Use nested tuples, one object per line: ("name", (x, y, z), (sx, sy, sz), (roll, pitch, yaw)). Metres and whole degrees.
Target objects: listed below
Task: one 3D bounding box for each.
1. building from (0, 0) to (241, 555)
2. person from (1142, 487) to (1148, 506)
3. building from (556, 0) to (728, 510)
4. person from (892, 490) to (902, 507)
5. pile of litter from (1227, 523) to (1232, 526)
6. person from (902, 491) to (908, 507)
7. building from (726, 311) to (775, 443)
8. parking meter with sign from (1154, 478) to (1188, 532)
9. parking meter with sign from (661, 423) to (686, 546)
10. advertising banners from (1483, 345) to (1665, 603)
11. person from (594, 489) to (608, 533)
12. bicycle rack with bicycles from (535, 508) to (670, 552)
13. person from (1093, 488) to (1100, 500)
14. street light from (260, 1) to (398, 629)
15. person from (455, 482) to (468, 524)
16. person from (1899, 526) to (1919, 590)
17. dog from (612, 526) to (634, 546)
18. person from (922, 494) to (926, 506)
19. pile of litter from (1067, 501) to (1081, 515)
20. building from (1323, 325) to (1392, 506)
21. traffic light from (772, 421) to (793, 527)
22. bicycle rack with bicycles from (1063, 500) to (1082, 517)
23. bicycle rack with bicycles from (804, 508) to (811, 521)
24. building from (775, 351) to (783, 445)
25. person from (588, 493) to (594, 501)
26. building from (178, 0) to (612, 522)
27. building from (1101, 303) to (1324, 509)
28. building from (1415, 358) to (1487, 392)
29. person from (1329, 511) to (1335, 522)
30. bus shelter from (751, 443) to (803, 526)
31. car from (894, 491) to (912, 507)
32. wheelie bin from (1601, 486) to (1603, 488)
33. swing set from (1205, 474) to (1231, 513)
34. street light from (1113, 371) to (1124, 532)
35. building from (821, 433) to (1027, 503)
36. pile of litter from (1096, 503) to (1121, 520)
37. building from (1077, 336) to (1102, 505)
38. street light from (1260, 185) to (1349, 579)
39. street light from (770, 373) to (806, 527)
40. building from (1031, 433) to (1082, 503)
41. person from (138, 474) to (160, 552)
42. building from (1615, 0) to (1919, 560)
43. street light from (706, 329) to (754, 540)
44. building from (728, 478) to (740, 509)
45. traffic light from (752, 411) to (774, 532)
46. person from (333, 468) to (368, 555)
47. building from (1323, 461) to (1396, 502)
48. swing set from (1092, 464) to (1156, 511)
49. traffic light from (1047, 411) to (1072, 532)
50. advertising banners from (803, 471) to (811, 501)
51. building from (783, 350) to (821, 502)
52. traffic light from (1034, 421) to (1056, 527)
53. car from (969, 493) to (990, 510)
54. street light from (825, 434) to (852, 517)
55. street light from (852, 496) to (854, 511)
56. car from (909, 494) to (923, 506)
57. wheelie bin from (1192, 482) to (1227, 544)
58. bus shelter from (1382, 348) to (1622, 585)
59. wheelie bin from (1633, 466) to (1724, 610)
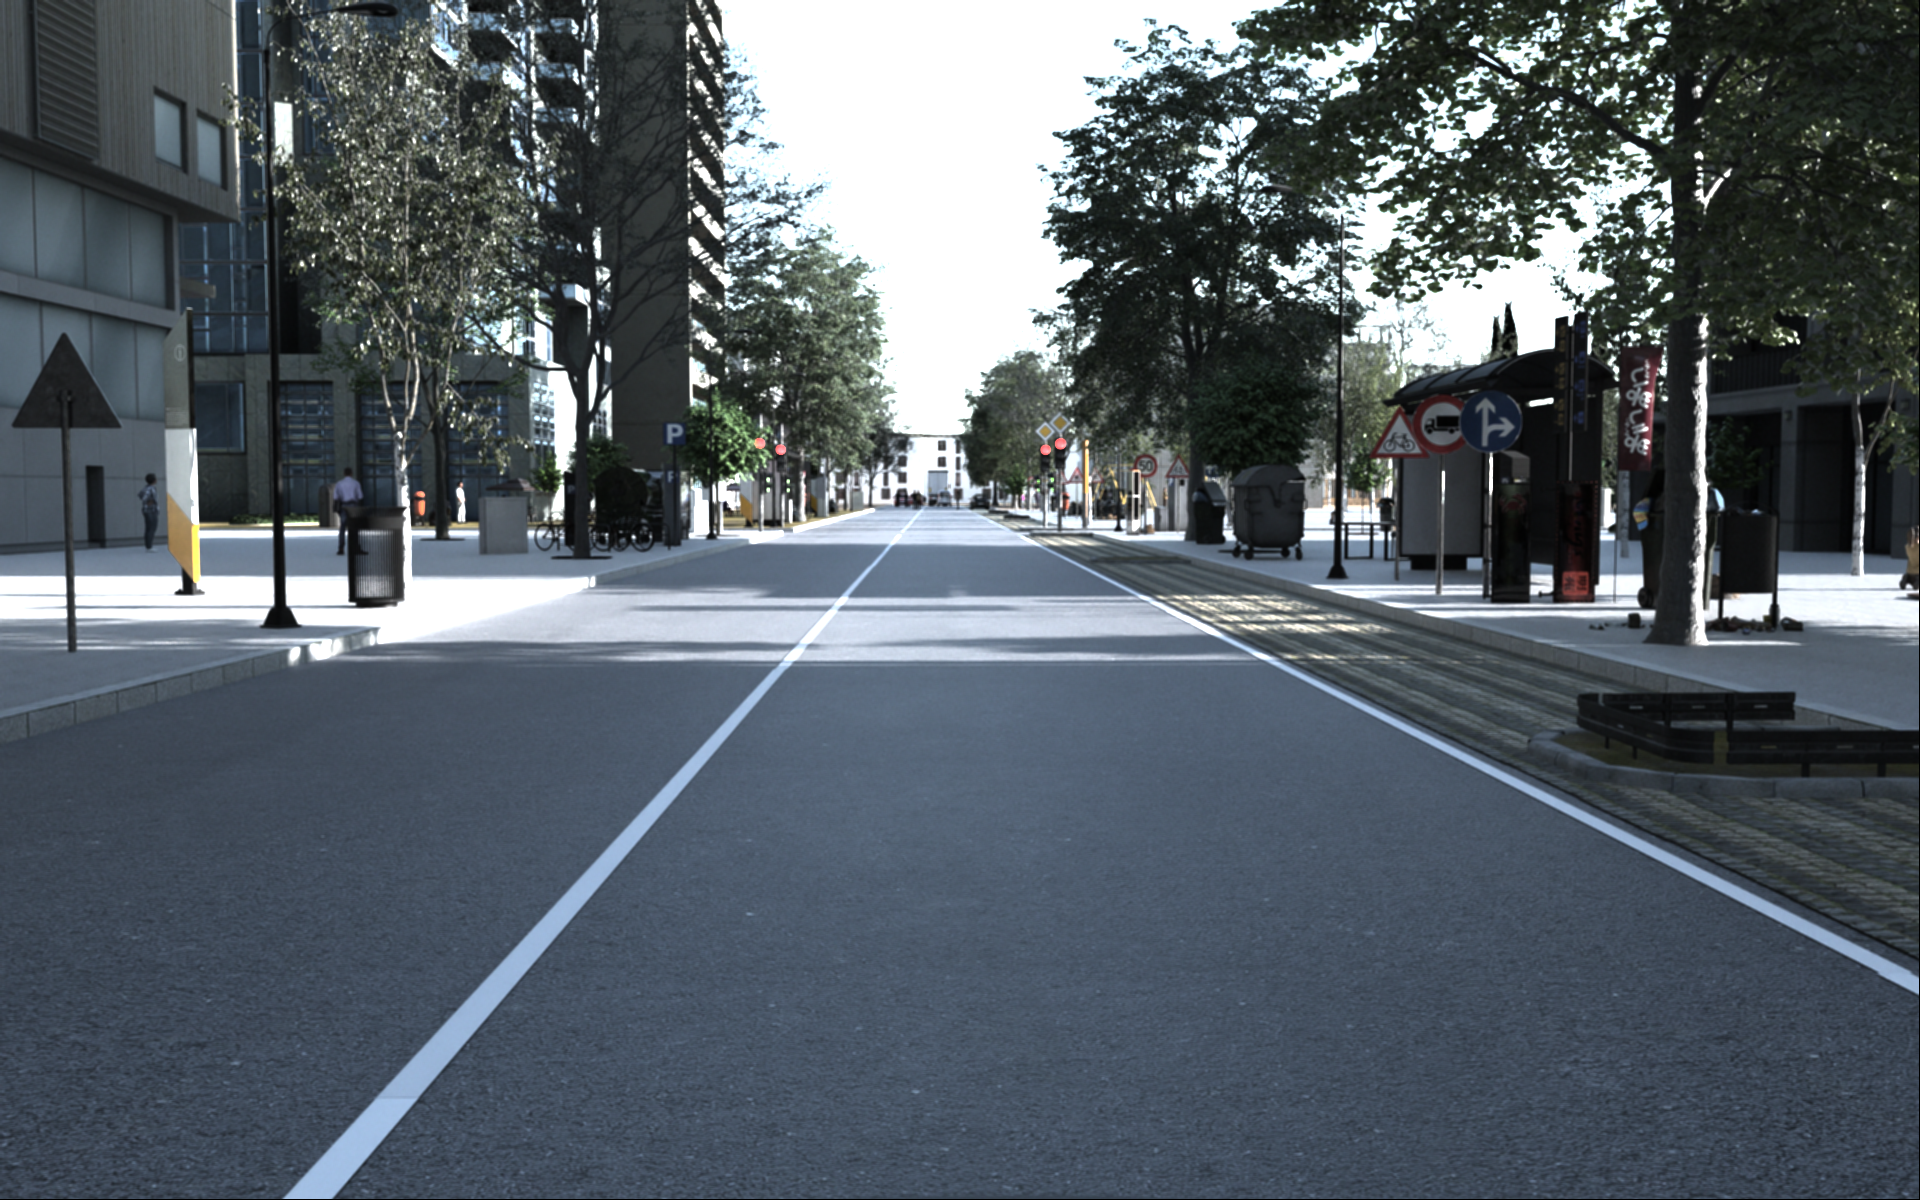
("building", (-32.320, -27.109, 32.470), (27.495, 52.752, 28.713), (0, 4, -1))
("person", (12.854, -6.966, 120.495), (0.434, 1.755, 0.990), (0, 4, 4))
("building", (-29.322, -30.865, 128.341), (21.300, 48.544, 21.600), (0, 4, -1))
("person", (-6.846, -11.134, 190.169), (1.348, 1.869, 0.705), (-3, 5, -41))
("pile of litter", (11.296, -3.362, 68.928), (1.176, 0.858, 1.719), (-1, 4, -12))
("person", (-5.865, -10.809, 186.049), (0.721, 1.723, 1.217), (2, 4, 27))
("building", (-27.692, -19.533, 175.786), (16.016, 20.091, 11.380), (0, 4, -1))
("parking meter with sign", (7.466, -3.848, 59.169), (1.738, 3.016, 0.543), (-2, 4, -26))
("parking meter with sign", (-7.160, -2.864, 43.095), (0.543, 3.016, 1.738), (-1, 4, -14))
("advertising banners", (7.219, -1.479, 20.363), (2.074, 3.025, 0.090), (0, 4, -1))
("person", (-11.599, -3.038, 56.396), (0.600, 1.739, 0.565), (1, 4, 12))
("bicycle rack with bicycles", (-7.859, -1.587, 39.331), (2.925, 0.926, 2.852), (3, 5, 39))
("person", (9.973, -7.339, 126.861), (0.431, 1.722, 0.655), (2, 4, 29))
("street light", (-5.998, -2.688, 16.492), (1.470, 5.913, 1.316), (0, 4, -1))
("person", (-21.556, -4.202, 74.898), (0.789, 1.805, 0.875), (1, 4, 9))
("person", (12.960, -0.570, 23.286), (0.695, 0.859, 0.347), (-2, 4, -28))
("dog", (-8.383, -1.597, 42.937), (0.406, 0.507, 0.540), (1, 4, 23))
("person", (-4.163, -11.593, 201.238), (0.628, 1.438, 0.799), (-3, 5, -43))
("pile of litter", (7.022, -5.591, 105.382), (1.719, 0.858, 1.176), (2, 4, 33))
("building", (42.119, -20.987, 199.558), (11.380, 20.091, 16.016), (0, 4, -1))
("traffic light", (-6.853, -4.758, 66.708), (0.839, 4.253, 0.868), (0, 4, -1))
("bicycle rack with bicycles", (7.047, -5.226, 98.826), (2.925, 0.926, 2.852), (1, 4, 9))
("bicycle rack with bicycles", (-9.000, -4.299, 83.676), (2.925, 0.926, 2.852), (3, 5, 42))
("building", (-26.414, -20.967, 199.224), (11.380, 20.091, 16.016), (0, 4, -1))
("person", (-12.726, -3.091, 58.446), (0.662, 1.594, 0.647), (2, 4, 35))
("building", (-31.239, -47.721, 92.916), (22.319, 86.520, 31.000), (0, 4, -1))
("building", (23.690, -18.500, 168.935), (16.747, 18.905, 31.486), (0, 4, -1))
("building", (70.573, -23.789, 245.363), (11.380, 20.091, 16.016), (0, 4, -1))
("person", (16.689, -3.713, 77.229), (0.381, 0.543, 0.357), (-3, 5, -45))
("bus shelter", (-7.674, -4.739, 71.406), (2.014, 3.302, 5.546), (0, 4, -1))
("car", (-6.592, -11.535, 197.636), (2.155, 1.783, 4.494), (0, 4, -1))
("wheelie bin", (25.593, -3.751, 69.230), (0.693, 1.594, 0.980), (2, 4, 34))
("swing set", (12.026, -4.775, 75.689), (3.119, 2.851, 2.862), (0, 4, 7))
("street light", (4.865, -5.281, 58.886), (1.470, 5.913, 1.316), (0, 4, -1))
("building", (-5.239, -18.298, 241.323), (28.070, 9.664, 9.099), (0, 4, -1))
("pile of litter", (7.294, -4.364, 85.322), (1.176, 0.858, 1.719), (-1, 4, -16))
("building", (21.813, -21.136, 201.986), (16.016, 20.091, 11.380), (0, 4, -1))
("street light", (5.204, -3.281, 26.188), (1.470, 5.913, 1.316), (0, 4, -1))
("street light", (-6.627, -5.753, 66.602), (1.470, 5.913, 1.316), (0, 4, -1))
("building", (22.822, -18.350, 242.166), (28.070, 9.664, 9.099), (0, 4, -1))
("person", (-17.945, -1.932, 38.352), (0.376, 1.734, 0.841), (-2, 4, -31))
("building", (28.689, -36.572, 36.199), (20.563, 71.187, 20.611), (0, 4, -1))
("street light", (-6.489, -4.667, 48.853), (1.470, 5.913, 1.316), (0, 4, -1))
("building", (-23.706, -13.091, 156.185), (9.099, 9.664, 28.070), (0, 4, -1))
("traffic light", (-6.743, -4.269, 58.724), (0.839, 4.253, 0.868), (0, 4, -1))
("person", (-12.871, -1.876, 36.590), (0.709, 1.838, 0.599), (0, 4, -6))
("building", (50.890, -18.369, 242.475), (28.070, 9.664, 9.099), (0, 4, -1))
("swing set", (8.547, -5.754, 91.695), (2.862, 2.851, 3.119), (-2, 4, -31))
("traffic light", (3.377, -4.279, 58.879), (0.839, 4.253, 0.868), (0, 4, -1))
("advertising banners", (-11.388, -8.192, 130.132), (0.090, 3.025, 2.074), (1, 4, 21))
("building", (-35.728, -24.850, 250.268), (32.646, 21.610, 27.936), (0, 4, -1))
("traffic light", (3.267, -4.767, 66.863), (0.839, 4.253, 0.868), (0, 4, -1))
("car", (1.814, -9.176, 159.817), (2.009, 1.686, 4.222), (0, 4, -2))
("street light", (-7.107, -7.721, 98.776), (1.470, 5.913, 1.316), (0, 4, -1))
("street light", (-7.667, -9.710, 131.297), (1.470, 5.913, 1.316), (0, 4, -1))
("car", (-5.530, -12.593, 214.940), (2.155, 1.783, 4.494), (0, 4, -1))
("wheelie bin", (6.364, -2.230, 44.363), (0.980, 1.594, 0.693), (-3, 5, -42))
("bus shelter", (8.219, -2.009, 26.774), (2.014, 3.302, 5.546), (0, 4, -1))
("wheelie bin", (8.047, -0.698, 19.320), (0.980, 1.594, 0.693), (0, 4, -6))
